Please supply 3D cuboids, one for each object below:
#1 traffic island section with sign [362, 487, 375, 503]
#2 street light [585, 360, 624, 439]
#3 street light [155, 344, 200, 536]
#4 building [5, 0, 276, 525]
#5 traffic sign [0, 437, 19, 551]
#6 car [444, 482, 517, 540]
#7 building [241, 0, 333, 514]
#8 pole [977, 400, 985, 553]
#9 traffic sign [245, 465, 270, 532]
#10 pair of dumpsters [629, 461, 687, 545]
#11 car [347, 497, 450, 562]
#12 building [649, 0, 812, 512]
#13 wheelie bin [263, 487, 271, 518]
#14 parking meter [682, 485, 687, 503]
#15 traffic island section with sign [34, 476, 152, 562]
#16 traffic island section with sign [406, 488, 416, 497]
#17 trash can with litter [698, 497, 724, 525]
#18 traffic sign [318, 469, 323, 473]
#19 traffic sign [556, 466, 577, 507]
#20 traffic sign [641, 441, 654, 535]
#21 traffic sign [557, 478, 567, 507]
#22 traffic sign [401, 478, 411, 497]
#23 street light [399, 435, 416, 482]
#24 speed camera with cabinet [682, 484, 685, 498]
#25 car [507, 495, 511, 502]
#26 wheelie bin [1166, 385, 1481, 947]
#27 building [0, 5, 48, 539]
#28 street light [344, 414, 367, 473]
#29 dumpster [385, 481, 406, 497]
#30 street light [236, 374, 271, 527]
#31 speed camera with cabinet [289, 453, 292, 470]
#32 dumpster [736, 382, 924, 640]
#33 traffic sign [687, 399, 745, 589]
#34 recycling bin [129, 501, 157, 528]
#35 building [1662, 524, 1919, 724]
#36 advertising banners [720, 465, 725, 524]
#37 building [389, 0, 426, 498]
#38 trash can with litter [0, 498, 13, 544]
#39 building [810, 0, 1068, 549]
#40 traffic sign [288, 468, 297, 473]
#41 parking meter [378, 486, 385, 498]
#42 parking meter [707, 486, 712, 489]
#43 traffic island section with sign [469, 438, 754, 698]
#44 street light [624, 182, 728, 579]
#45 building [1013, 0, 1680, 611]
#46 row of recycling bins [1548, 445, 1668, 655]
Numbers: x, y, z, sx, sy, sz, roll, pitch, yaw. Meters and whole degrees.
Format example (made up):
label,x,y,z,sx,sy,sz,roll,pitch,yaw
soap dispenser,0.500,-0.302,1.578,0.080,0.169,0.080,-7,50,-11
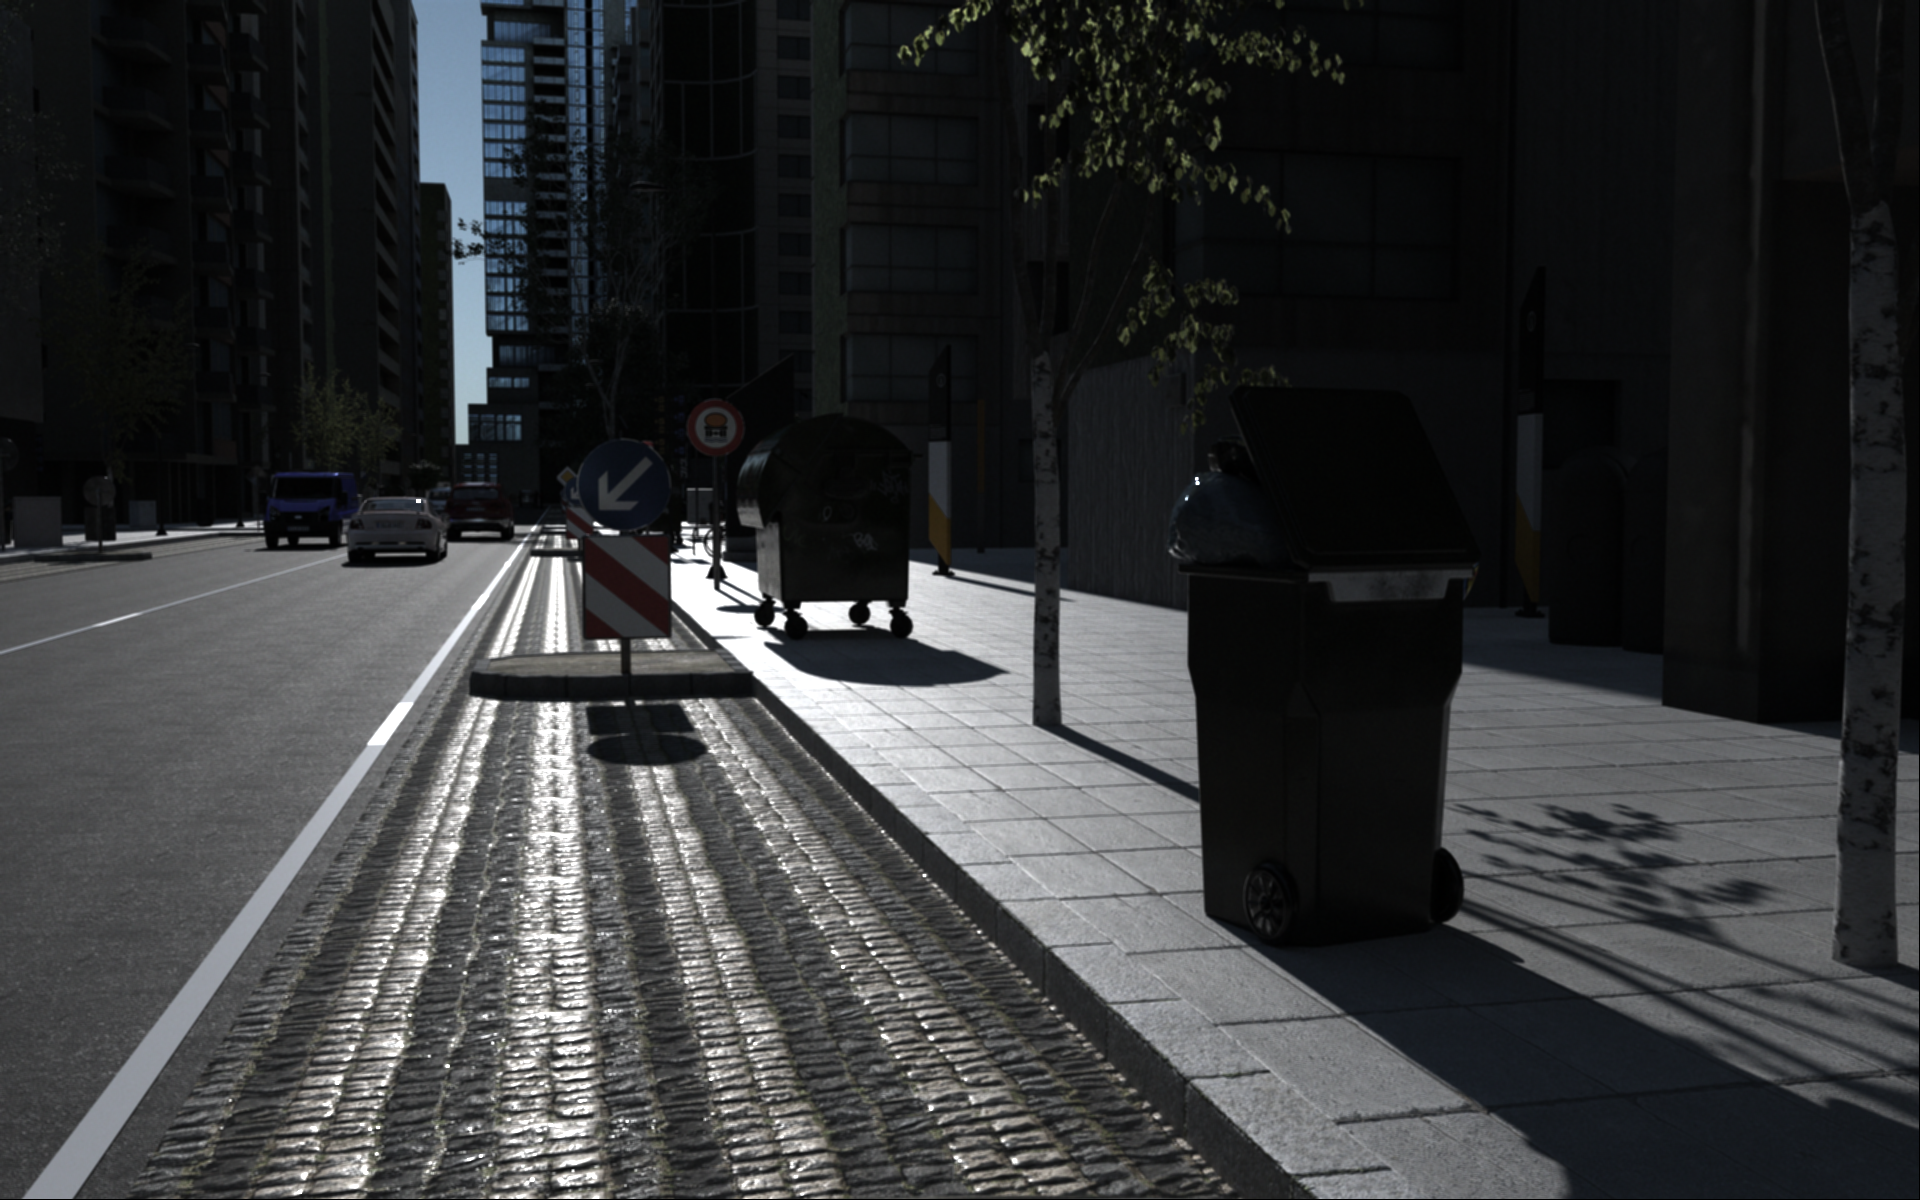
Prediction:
label,x,y,z,sx,sy,sz,roll,pitch,yaw
traffic island section with sign,-31.092,-5.045,91.118,1.989,1.847,2.006,-1,4,-13
street light,-12.185,-5.373,60.384,1.470,5.913,1.316,-1,4,-13
street light,-24.225,-4.961,53.646,1.470,5.913,1.316,-1,4,-13
building,-46.003,-26.188,82.800,22.147,44.769,28.867,-1,4,-13
traffic sign,-21.568,-2.376,38.957,0.768,2.556,0.104,0,4,-5
car,-15.582,-2.909,56.234,2.281,1.827,5.304,-1,4,-12
building,-49.226,-26.266,113.045,14.154,41.232,14.086,-1,4,-13
pole,0.457,-2.672,37.529,0.158,3.312,0.155,0,3,0
traffic sign,-24.014,-3.401,59.241,0.795,2.450,0.064,-1,4,-13
pair of dumpsters,-8.060,-2.633,45.544,1.574,2.255,4.437,-1,4,-13
car,-12.313,-1.570,38.024,2.083,1.381,4.827,-1,4,-13
building,-14.650,-42.311,130.039,20.563,71.187,20.611,-1,4,-13
wheelie bin,-30.065,-4.140,75.602,0.693,1.594,0.980,-2,4,-31
parking meter,-17.288,-6.300,108.723,0.255,1.863,0.399,-1,4,-15
traffic island section with sign,-18.618,-1.756,37.337,1.989,1.847,2.006,-1,4,-13
traffic island section with sign,-37.275,-6.677,117.802,1.989,1.847,2.006,-1,4,-13
trash can with litter,-10.421,-3.717,72.156,1.055,1.170,0.624,-2,4,-23
traffic sign,-33.125,-5.488,89.727,0.884,2.594,0.081,0,4,-5
traffic sign,-13.931,-3.542,61.548,0.795,2.450,0.064,-1,4,-13
traffic sign,-7.469,-2.522,41.343,0.768,2.556,0.104,-1,4,-11
traffic sign,-15.734,-4.017,69.327,0.795,2.450,0.064,-1,4,-13
traffic sign,-43.899,-8.394,137.348,0.768,2.556,0.104,-1,4,-11
street light,-43.159,-9.957,135.329,1.470,5.913,1.316,-1,4,-13
speed camera with cabinet,-14.702,-6.122,94.423,2.038,3.252,0.660,0,4,-1
car,-54.250,-11.820,205.840,1.945,1.354,3.894,-1,4,-13
wheelie bin,1.046,0.168,5.165,0.980,1.594,0.693,-2,4,-25
building,-34.736,-10.842,44.726,16.811,18.784,16.820,-1,4,-13
street light,-35.210,-7.844,100.788,1.470,5.913,1.316,-1,4,-13
dumpster,-43.044,-7.914,131.880,1.502,2.255,1.985,-1,4,-13
street light,-27.258,-5.765,66.802,1.470,5.913,1.316,-1,4,-13
speed camera with cabinet,-31.511,-5.375,82.219,0.660,3.252,2.038,-2,4,-25
dumpster,-1.222,-0.828,16.030,1.502,2.255,1.985,-1,4,-13
traffic sign,-3.273,-1.415,23.248,0.768,2.556,0.104,-1,4,-11
recycling bin,-31.355,-3.296,66.442,0.722,1.027,0.722,3,4,36
building,16.996,-23.089,1.199,21.300,48.544,21.600,-1,4,-13
advertising banners,-10.199,-4.775,74.260,0.090,3.025,2.074,-1,4,-12
building,-75.938,-39.999,195.988,28.212,58.520,21.231,-1,4,-13
trash can with litter,-24.317,-1.970,43.590,0.624,1.170,1.055,1,4,21
building,2.696,-22.242,47.246,14.154,41.232,14.086,-1,4,-13
traffic sign,-25.817,-3.876,67.020,0.795,2.450,0.064,-1,4,-13
parking meter,-40.996,-7.160,122.780,0.255,1.863,0.399,2,4,28
parking meter,-17.043,-6.849,117.691,0.399,1.863,0.255,0,3,0
traffic island section with sign,-2.658,-0.271,13.056,1.989,1.847,2.006,-1,4,-13
street light,-4.236,-3.275,26.090,1.470,5.913,1.316,-1,4,-13
building,7.822,-15.561,26.120,14.160,30.474,14.107,-1,4,-13
row of recycling bins,6.128,-0.402,13.690,1.069,1.692,3.534,-2,4,-29
